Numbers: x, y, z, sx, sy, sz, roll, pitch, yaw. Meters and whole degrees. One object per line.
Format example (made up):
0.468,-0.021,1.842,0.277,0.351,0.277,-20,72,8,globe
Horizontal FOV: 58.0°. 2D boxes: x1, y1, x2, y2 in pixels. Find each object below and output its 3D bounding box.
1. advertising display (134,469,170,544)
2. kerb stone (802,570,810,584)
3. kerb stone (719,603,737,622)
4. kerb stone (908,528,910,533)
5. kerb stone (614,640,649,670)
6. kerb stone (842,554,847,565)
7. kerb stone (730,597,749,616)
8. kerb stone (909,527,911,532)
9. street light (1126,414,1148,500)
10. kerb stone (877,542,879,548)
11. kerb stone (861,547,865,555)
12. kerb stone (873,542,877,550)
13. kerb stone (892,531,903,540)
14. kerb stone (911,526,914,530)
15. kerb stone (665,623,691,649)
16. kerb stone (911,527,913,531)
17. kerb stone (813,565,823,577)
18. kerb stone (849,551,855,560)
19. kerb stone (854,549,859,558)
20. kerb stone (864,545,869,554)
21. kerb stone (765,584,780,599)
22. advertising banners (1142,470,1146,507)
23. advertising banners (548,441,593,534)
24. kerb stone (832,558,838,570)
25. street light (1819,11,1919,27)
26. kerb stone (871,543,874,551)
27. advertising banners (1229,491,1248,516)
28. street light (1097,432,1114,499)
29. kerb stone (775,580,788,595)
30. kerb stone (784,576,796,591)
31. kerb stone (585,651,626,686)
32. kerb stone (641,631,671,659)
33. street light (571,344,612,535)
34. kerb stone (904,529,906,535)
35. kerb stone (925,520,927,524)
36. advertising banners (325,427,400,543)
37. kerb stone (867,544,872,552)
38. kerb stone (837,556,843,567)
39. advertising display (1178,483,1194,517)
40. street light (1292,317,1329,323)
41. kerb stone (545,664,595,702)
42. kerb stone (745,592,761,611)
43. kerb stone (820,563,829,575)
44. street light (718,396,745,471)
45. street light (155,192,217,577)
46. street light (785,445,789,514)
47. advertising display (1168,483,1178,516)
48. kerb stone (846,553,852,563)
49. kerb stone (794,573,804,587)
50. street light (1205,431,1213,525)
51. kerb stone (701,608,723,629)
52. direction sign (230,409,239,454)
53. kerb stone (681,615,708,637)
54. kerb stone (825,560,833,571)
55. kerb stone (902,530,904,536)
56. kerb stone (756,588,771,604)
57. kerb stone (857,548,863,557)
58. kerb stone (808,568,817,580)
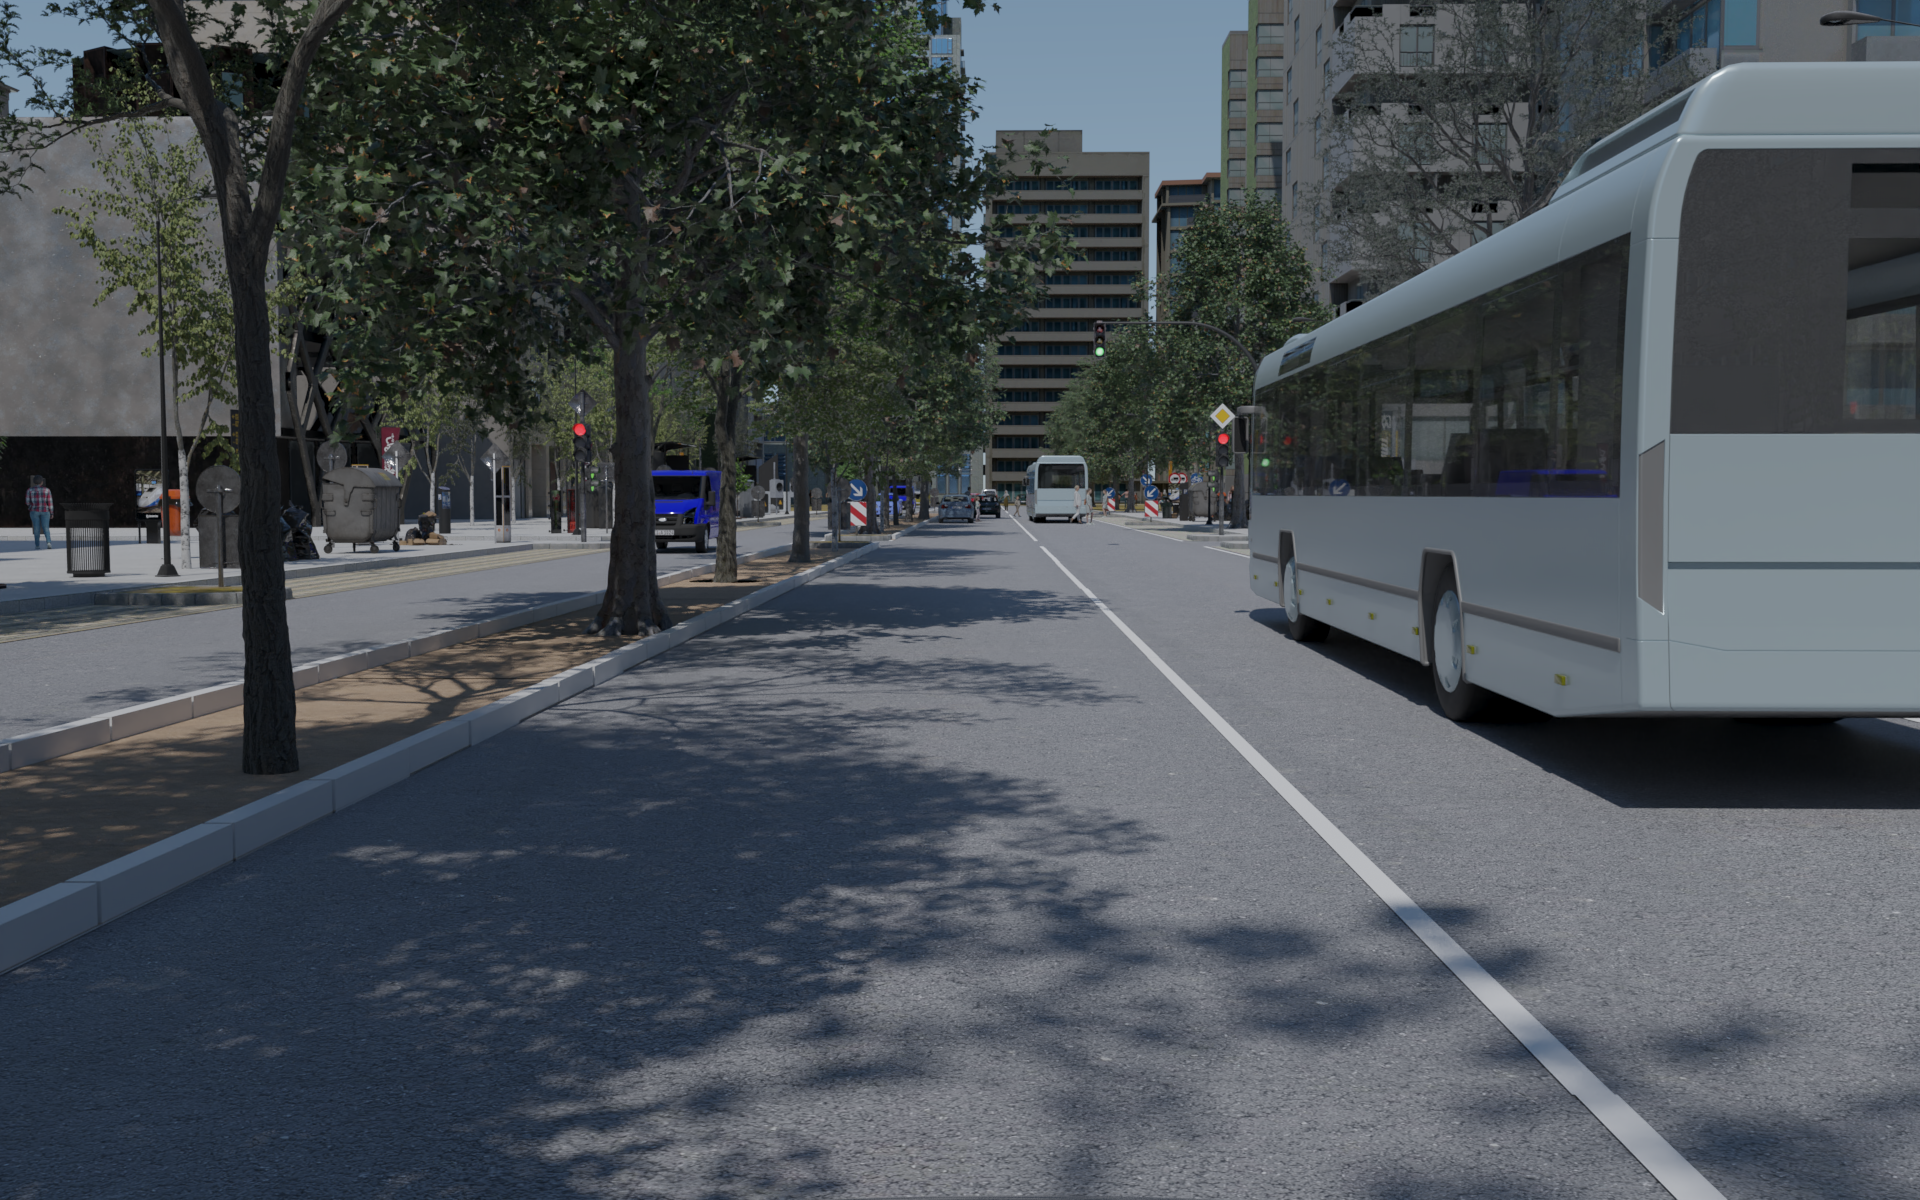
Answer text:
-20.781,-2.408,44.585,0.974,1.923,0.123,1,4,15,advertising display
-2.549,-0.337,27.736,0.120,0.150,1.000,0,4,1,kerb stone
-2.677,0.166,19.552,0.120,0.150,1.000,0,4,1,kerb stone
-1.977,-2.446,62.194,0.120,0.150,1.000,0,4,1,kerb stone
-2.769,0.475,14.427,0.120,0.150,1.000,0,4,1,kerb stone
-2.422,-0.775,34.908,0.120,0.150,1.000,0,4,1,kerb stone
-2.660,0.099,20.573,0.120,0.150,1.000,0,4,1,kerb stone
-1.960,-2.509,63.216,0.120,0.150,1.000,0,4,1,kerb stone
10.297,-7.808,100.208,1.470,5.913,1.316,0,4,1,street light
-2.248,-1.406,45.182,0.120,0.150,1.000,0,4,1,kerb stone
-2.350,-1.092,40.054,0.120,0.150,1.000,0,4,1,kerb stone
-2.261,-1.343,44.156,0.120,0.150,1.000,0,4,1,kerb stone
-2.057,-2.132,57.058,0.120,0.150,1.000,0,4,1,kerb stone
-1.920,-2.634,65.266,0.120,0.150,1.000,0,4,1,kerb stone
-2.728,0.356,16.478,0.120,0.150,1.000,0,4,1,kerb stone
-1.932,-2.565,64.244,0.120,0.150,1.000,0,4,1,kerb stone
-2.513,-0.464,29.780,0.120,0.150,1.000,0,4,1,kerb stone
-2.394,-0.904,36.979,0.120,0.150,1.000,0,4,1,kerb stone
-2.376,-0.967,38.003,0.120,0.150,1.000,0,4,1,kerb stone
-2.322,-1.147,41.076,0.120,0.150,1.000,0,4,1,kerb stone
-2.616,-0.088,23.639,0.120,0.150,1.000,0,4,1,kerb stone
13.779,-8.042,127.676,0.090,3.025,2.074,2,4,27,advertising banners
-12.741,-3.707,56.802,0.090,3.025,2.074,2,4,31,advertising banners
-2.462,-0.650,32.865,0.120,0.150,1.000,0,4,1,kerb stone
8.976,-2.709,16.830,1.470,5.913,1.316,0,4,1,street light
-2.291,-1.281,43.133,0.120,0.150,1.000,0,4,1,kerb stone
12.085,-4.575,70.992,2.074,3.025,0.090,0,4,5,advertising banners
10.867,-9.548,128.649,1.470,5.913,1.316,0,4,1,street light
-2.597,-0.151,24.664,0.120,0.150,1.000,0,4,1,kerb stone
-2.581,-0.214,25.689,0.120,0.150,1.000,0,4,1,kerb stone
-2.772,0.538,13.405,0.120,0.150,1.000,0,4,1,kerb stone
-2.749,0.414,15.449,0.120,0.150,1.000,0,4,1,kerb stone
-11.405,-4.975,53.880,1.470,5.913,1.316,0,4,1,street light
-2.017,-2.258,59.112,0.120,0.150,1.000,0,4,1,kerb stone
-1.702,-3.450,78.601,0.120,0.150,1.000,0,4,1,kerb stone
-15.562,-2.995,45.153,2.074,3.025,0.090,0,4,6,advertising banners
-2.303,-1.218,42.103,0.120,0.150,1.000,0,4,1,kerb stone
-2.440,-0.712,33.887,0.120,0.150,1.000,0,4,1,kerb stone
12.837,-5.613,96.988,0.974,1.923,0.123,1,4,16,advertising display
9.426,-4.472,45.662,1.470,5.913,1.316,0,4,1,street light
-2.800,0.600,12.384,0.120,0.150,1.000,0,4,1,kerb stone
-2.642,0.040,21.595,0.120,0.150,1.000,0,4,1,kerb stone
-2.488,-0.524,30.804,0.120,0.150,1.000,0,4,1,kerb stone
-10.827,-6.674,81.665,1.470,5.913,1.316,0,4,1,street light
-11.772,-3.314,26.722,1.470,5.913,1.316,0,4,1,street light
-10.405,-8.369,109.369,1.470,5.913,1.316,0,4,1,street light
12.474,-5.796,99.984,0.974,1.923,0.123,2,4,30,advertising display
-2.403,-0.837,35.942,0.120,0.150,1.000,0,4,1,kerb stone
-2.556,-0.275,26.711,0.120,0.150,1.000,0,4,1,kerb stone
9.878,-6.100,72.270,1.470,5.913,1.316,0,4,1,street light
-2.699,0.225,18.522,0.120,0.150,1.000,0,4,1,kerb stone
-19.318,-3.346,46.703,0.379,3.537,0.876,1,4,17,direction sign
-2.718,0.287,17.499,0.120,0.150,1.000,0,4,1,kerb stone
-2.484,-0.590,31.839,0.120,0.150,1.000,0,4,1,kerb stone
-2.035,-2.195,58.090,0.120,0.150,1.000,0,4,1,kerb stone
-2.627,-0.026,22.617,0.120,0.150,1.000,0,4,1,kerb stone
-2.350,-1.029,39.028,0.120,0.150,1.000,0,4,1,kerb stone
-2.521,-0.398,28.758,0.120,0.150,1.000,0,4,1,kerb stone
